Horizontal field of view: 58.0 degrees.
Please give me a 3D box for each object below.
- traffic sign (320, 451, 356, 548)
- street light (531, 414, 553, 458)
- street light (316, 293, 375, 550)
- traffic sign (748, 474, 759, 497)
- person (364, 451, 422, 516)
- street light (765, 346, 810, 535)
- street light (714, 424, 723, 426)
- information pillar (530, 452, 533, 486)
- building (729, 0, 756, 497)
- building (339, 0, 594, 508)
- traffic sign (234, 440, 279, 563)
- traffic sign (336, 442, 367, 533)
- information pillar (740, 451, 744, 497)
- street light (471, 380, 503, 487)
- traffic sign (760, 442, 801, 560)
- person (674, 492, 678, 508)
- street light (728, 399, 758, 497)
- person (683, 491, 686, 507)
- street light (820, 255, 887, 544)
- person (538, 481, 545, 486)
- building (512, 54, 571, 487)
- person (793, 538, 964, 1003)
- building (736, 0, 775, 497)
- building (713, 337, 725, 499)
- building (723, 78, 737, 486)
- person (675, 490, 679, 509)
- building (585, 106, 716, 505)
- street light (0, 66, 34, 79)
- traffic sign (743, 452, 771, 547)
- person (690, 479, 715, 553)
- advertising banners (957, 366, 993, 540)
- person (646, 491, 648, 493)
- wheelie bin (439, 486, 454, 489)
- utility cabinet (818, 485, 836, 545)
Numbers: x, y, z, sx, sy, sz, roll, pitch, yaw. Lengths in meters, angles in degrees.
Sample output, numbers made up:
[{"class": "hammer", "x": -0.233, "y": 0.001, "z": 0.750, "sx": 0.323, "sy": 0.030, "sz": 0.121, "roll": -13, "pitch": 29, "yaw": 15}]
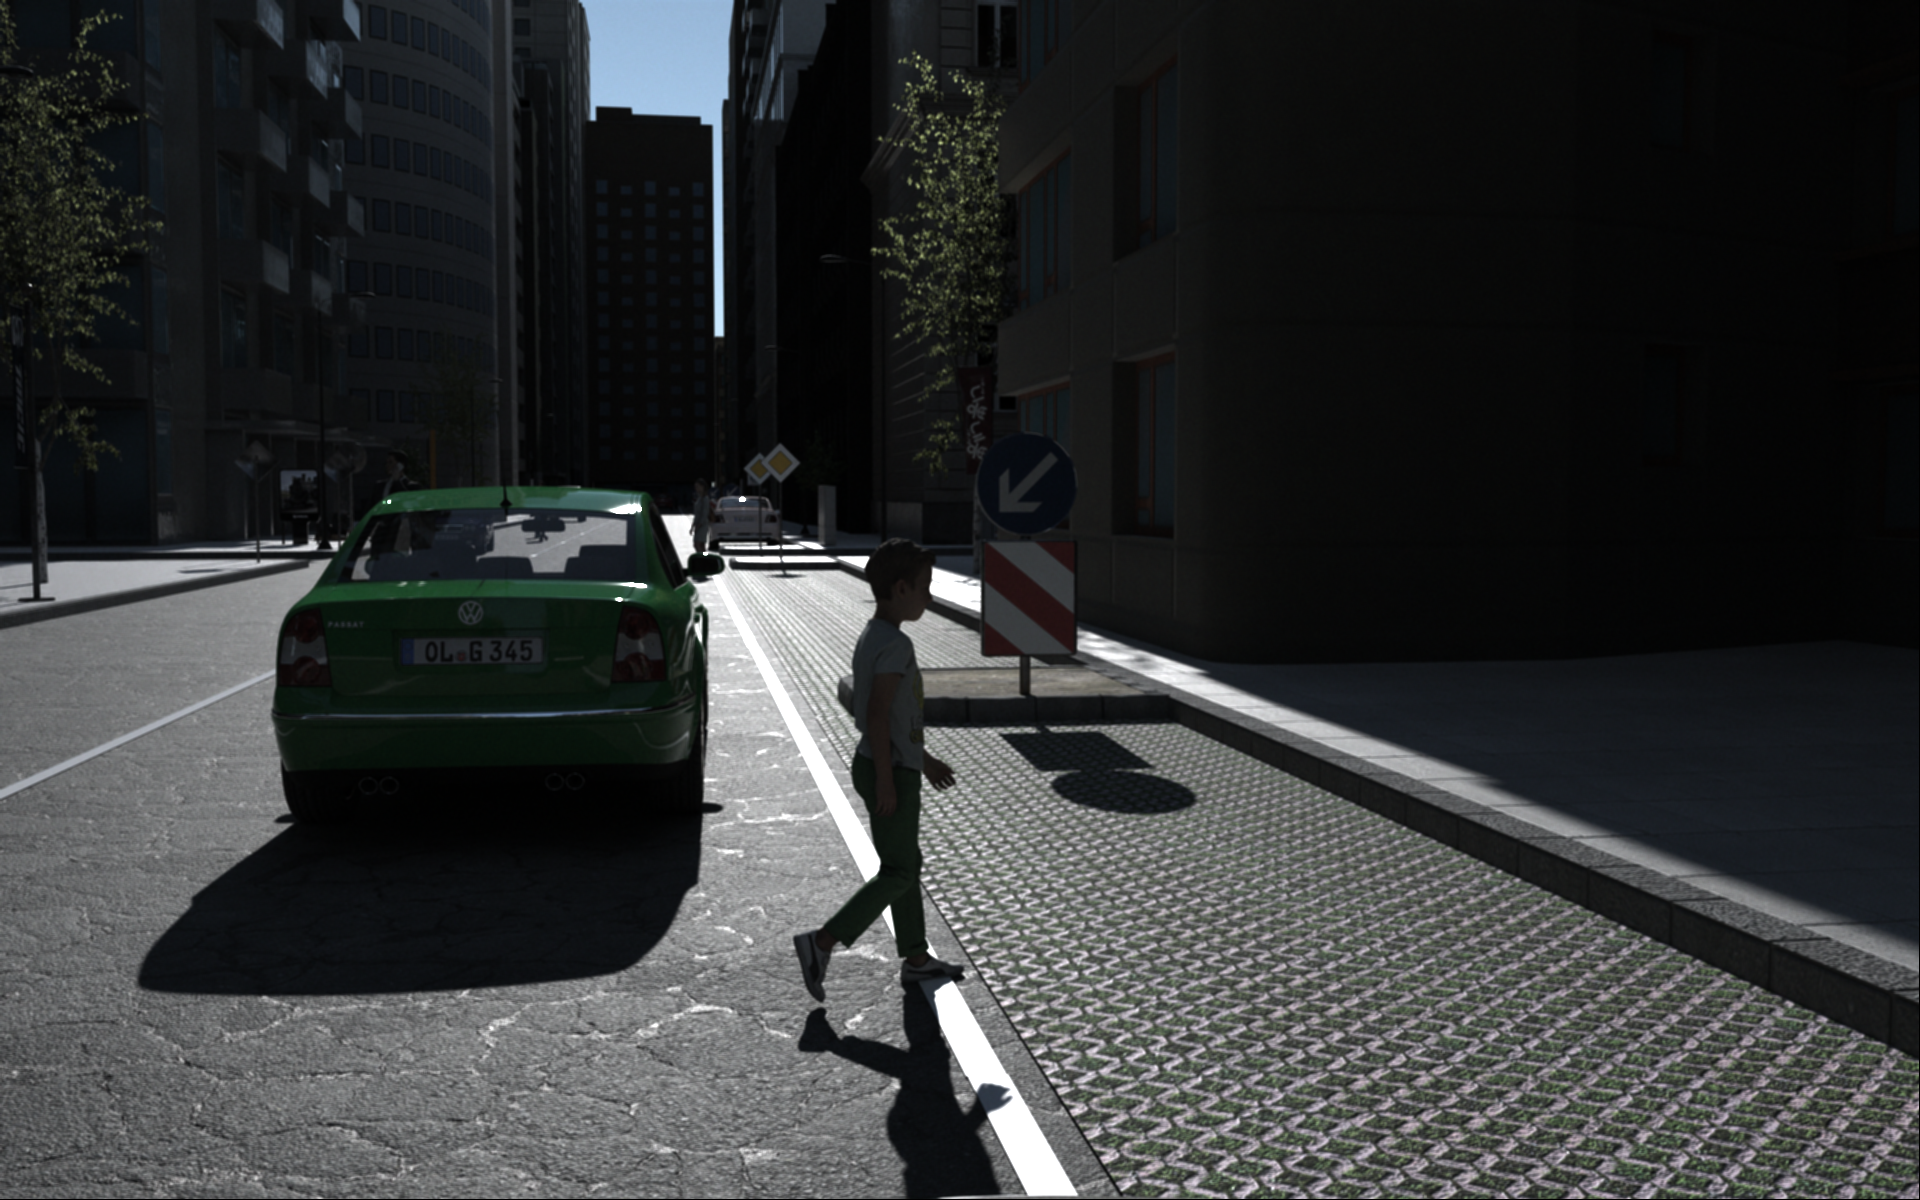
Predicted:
[{"class": "traffic sign", "x": -14.376, "y": -2.229, "z": 40.083, "sx": 0.795, "sy": 2.450, "sz": 0.064, "roll": -1, "pitch": 4, "yaw": -9}, {"class": "street light", "x": -24.404, "y": -7.861, "z": 101.072, "sx": 1.470, "sy": 5.913, "sz": 1.316, "roll": -1, "pitch": 4, "yaw": -9}, {"class": "street light", "x": -14.191, "y": -4.129, "z": 40.050, "sx": 1.470, "sy": 5.913, "sz": 1.316, "roll": -1, "pitch": 4, "yaw": -9}, {"class": "traffic sign", "x": -9.923, "y": -4.969, "z": 83.376, "sx": 0.606, "sy": 2.300, "sz": 0.079, "roll": 0, "pitch": 4, "yaw": -5}, {"class": "person", "x": -6.175, "y": -0.668, "z": 18.786, "sx": 0.648, "sy": 1.900, "sz": 0.474, "roll": 0, "pitch": 4, "yaw": -8}, {"class": "street light", "x": -5.453, "y": -5.026, "z": 54.722, "sx": 1.470, "sy": 5.913, "sz": 1.316, "roll": -1, "pitch": 4, "yaw": -9}, {"class": "street light", "x": -15.678, "y": -8.736, "z": 115.367, "sx": 1.470, "sy": 5.913, "sz": 1.316, "roll": -1, "pitch": 4, "yaw": -9}, {"class": "information pillar", "x": -23.690, "y": -6.387, "z": 95.775, "sx": 0.183, "sy": 3.616, "sz": 0.504, "roll": -2, "pitch": 4, "yaw": -24}, {"class": "building", "x": -13.420, "y": -30.930, "z": 155.815, "sx": 14.600, "sy": 45.320, "sz": 14.200, "roll": -1, "pitch": 4, "yaw": -9}, {"class": "building", "x": -58.046, "y": -40.566, "z": 205.259, "sx": 28.212, "sy": 58.520, "sz": 21.231, "roll": -1, "pitch": 4, "yaw": -9}, {"class": "traffic sign", "x": -13.066, "y": -1.747, "z": 32.206, "sx": 0.795, "sy": 2.450, "sz": 0.064, "roll": -1, "pitch": 4, "yaw": -9}, {"class": "traffic sign", "x": -14.840, "y": -2.575, "z": 42.211, "sx": 0.768, "sy": 2.556, "sz": 0.104, "roll": 0, "pitch": 4, "yaw": -3}, {"class": "information pillar", "x": -11.933, "y": -6.332, "z": 94.875, "sx": 0.183, "sy": 3.616, "sz": 0.504, "roll": 1, "pitch": 4, "yaw": 10}, {"class": "street light", "x": -19.239, "y": -5.984, "z": 70.376, "sx": 1.470, "sy": 5.913, "sz": 1.316, "roll": -1, "pitch": 4, "yaw": -9}, {"class": "traffic sign", "x": -3.499, "y": -1.843, "z": 33.770, "sx": 0.795, "sy": 2.450, "sz": 0.064, "roll": -1, "pitch": 4, "yaw": -9}, {"class": "person", "x": -29.042, "y": -10.258, "z": 177.136, "sx": 0.541, "sy": 1.710, "sz": 0.530, "roll": -2, "pitch": 4, "yaw": -27}, {"class": "street light", "x": -10.543, "y": -6.893, "z": 85.247, "sx": 1.470, "sy": 5.913, "sz": 1.316, "roll": -1, "pitch": 4, "yaw": -9}, {"class": "person", "x": -28.016, "y": -10.201, "z": 176.210, "sx": 0.530, "sy": 1.710, "sz": 0.541, "roll": 1, "pitch": 4, "yaw": 18}, {"class": "street light", "x": -2.033, "y": -3.757, "z": 33.964, "sx": 1.470, "sy": 5.913, "sz": 1.316, "roll": -1, "pitch": 4, "yaw": -9}, {"class": "person", "x": -12.903, "y": -2.743, "z": 53.353, "sx": 0.555, "sy": 1.821, "sz": 0.388, "roll": 0, "pitch": 4, "yaw": -4}, {"class": "building", "x": -43.122, "y": -28.945, "z": 156.845, "sx": 14.154, "sy": 41.232, "sz": 14.086, "roll": -1, "pitch": 4, "yaw": -9}, {"class": "person", "x": -0.233, "y": 0.476, "z": 4.973, "sx": 0.590, "sy": 1.304, "sz": 0.306, "roll": -2, "pitch": 4, "yaw": -34}, {"class": "building", "x": -5.287, "y": -31.489, "z": 134.457, "sx": 23.786, "sy": 49.044, "sz": 30.456, "roll": -1, "pitch": 4, "yaw": -9}, {"class": "building", "x": -15.893, "y": -22.680, "z": 215.849, "sx": 28.899, "sy": 21.520, "sz": 27.650, "roll": -1, "pitch": 4, "yaw": -9}, {"class": "building", "x": -15.547, "y": -29.750, "z": 170.012, "sx": 14.154, "sy": 41.232, "sz": 14.086, "roll": -1, "pitch": 4, "yaw": -9}, {"class": "person", "x": -27.074, "y": -9.610, "z": 165.605, "sx": 0.705, "sy": 1.826, "sz": 1.348, "roll": 0, "pitch": 4, "yaw": -1}, {"class": "building", "x": -36.338, "y": -33.901, "z": 204.387, "sx": 14.200, "sy": 45.320, "sz": 14.600, "roll": -1, "pitch": 4, "yaw": -9}, {"class": "street light", "x": -10.757, "y": -2.834, "z": 18.880, "sx": 1.470, "sy": 5.913, "sz": 1.316, "roll": -1, "pitch": 4, "yaw": -9}, {"class": "traffic sign", "x": -4.809, "y": -2.324, "z": 41.647, "sx": 0.795, "sy": 2.450, "sz": 0.064, "roll": -1, "pitch": 4, "yaw": -9}, {"class": "person", "x": -4.631, "y": -1.317, "z": 31.029, "sx": 0.522, "sy": 1.701, "sz": 0.512, "roll": -2, "pitch": 4, "yaw": -30}, {"class": "advertising banners", "x": 0.919, "y": -1.670, "z": 23.489, "sx": 2.074, "sy": 3.025, "sz": 0.090, "roll": 2, "pitch": 4, "yaw": 23}, {"class": "person", "x": -26.096, "y": -8.245, "z": 144.244, "sx": 0.436, "sy": 1.711, "sz": 0.756, "roll": 0, "pitch": 4, "yaw": 7}, {"class": "wheelie bin", "x": -21.264, "y": -3.898, "z": 71.641, "sx": 0.980, "sy": 1.594, "sz": 0.693, "roll": -3, "pitch": 4, "yaw": -39}, {"class": "utility cabinet", "x": -3.314, "y": -2.120, "z": 43.336, "sx": 0.318, "sy": 1.500, "sz": 1.173, "roll": -1, "pitch": 4, "yaw": -12}]
